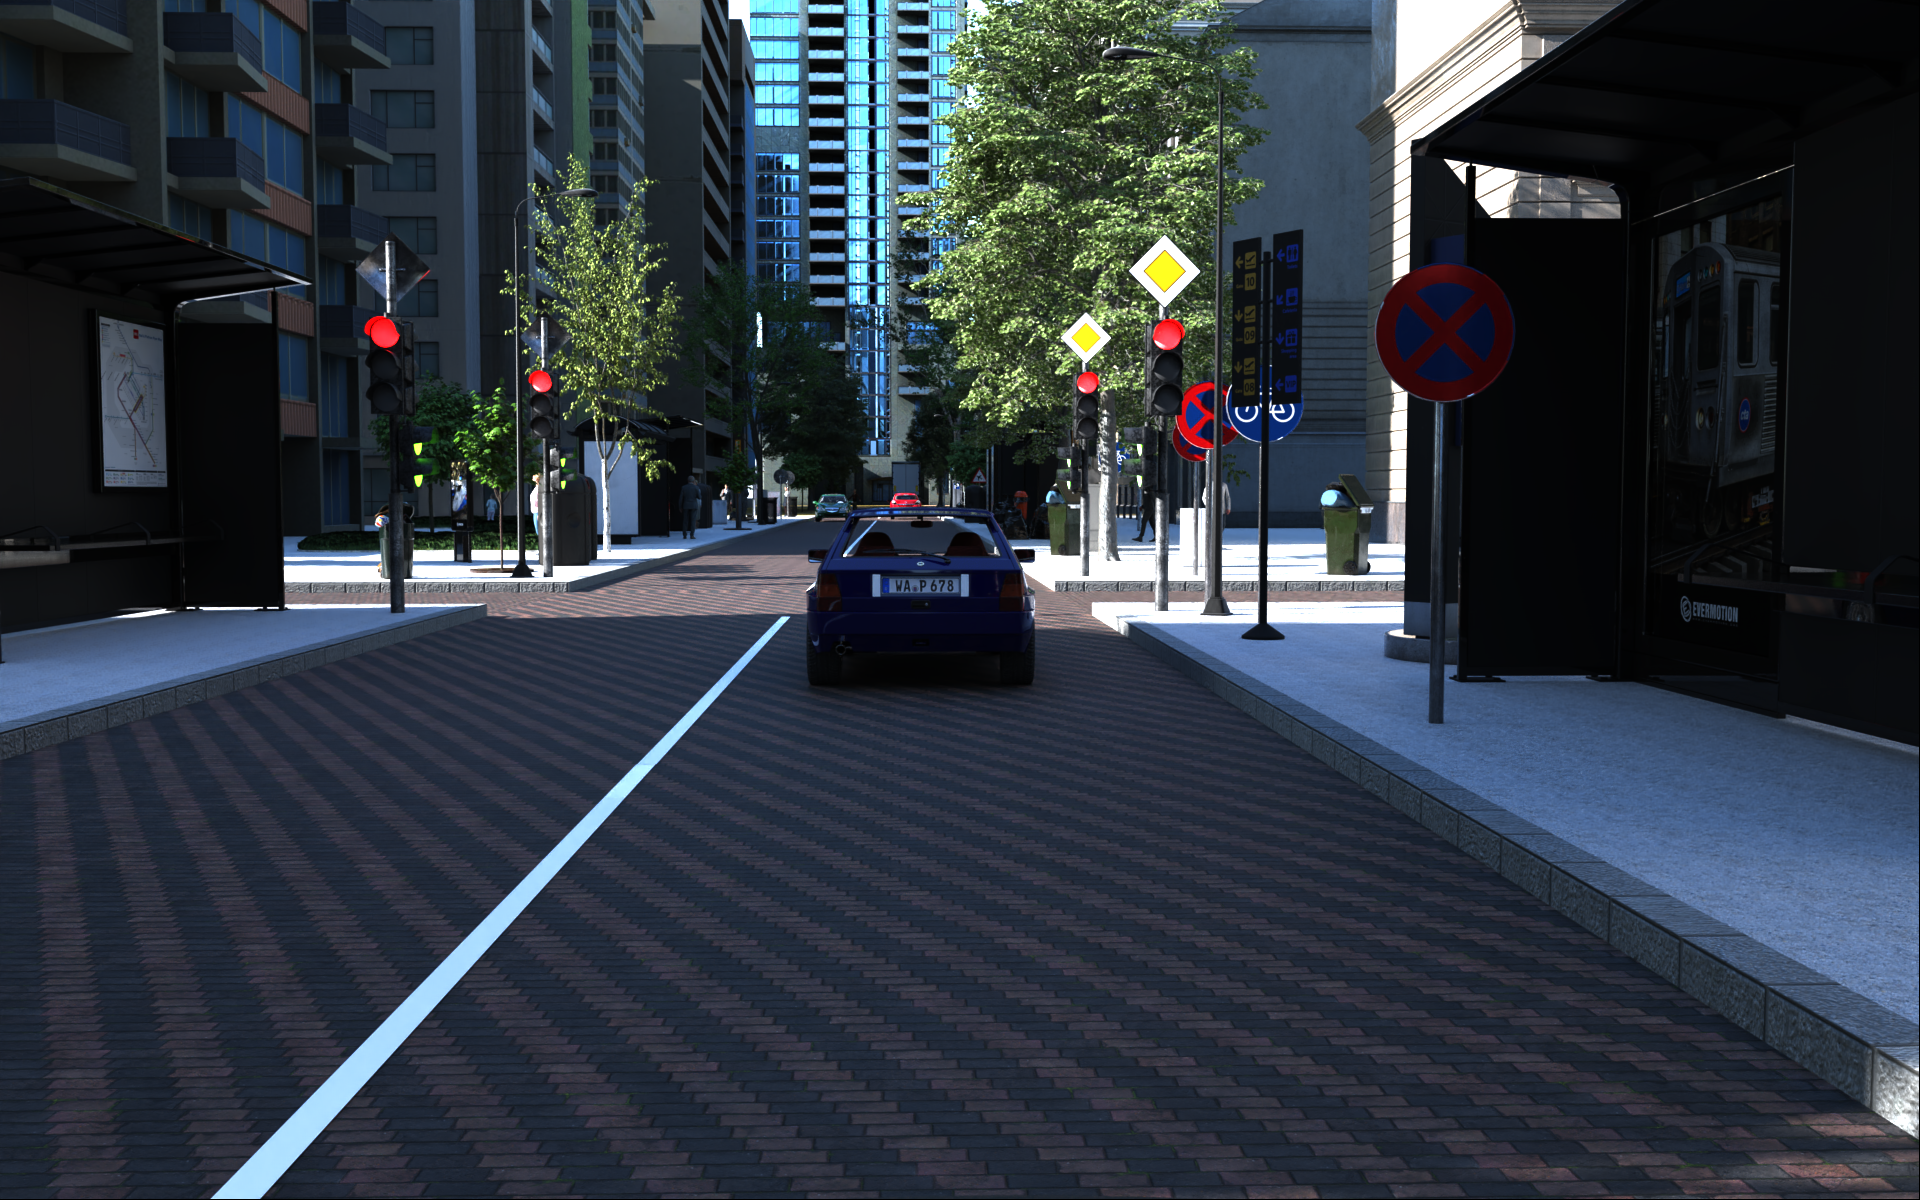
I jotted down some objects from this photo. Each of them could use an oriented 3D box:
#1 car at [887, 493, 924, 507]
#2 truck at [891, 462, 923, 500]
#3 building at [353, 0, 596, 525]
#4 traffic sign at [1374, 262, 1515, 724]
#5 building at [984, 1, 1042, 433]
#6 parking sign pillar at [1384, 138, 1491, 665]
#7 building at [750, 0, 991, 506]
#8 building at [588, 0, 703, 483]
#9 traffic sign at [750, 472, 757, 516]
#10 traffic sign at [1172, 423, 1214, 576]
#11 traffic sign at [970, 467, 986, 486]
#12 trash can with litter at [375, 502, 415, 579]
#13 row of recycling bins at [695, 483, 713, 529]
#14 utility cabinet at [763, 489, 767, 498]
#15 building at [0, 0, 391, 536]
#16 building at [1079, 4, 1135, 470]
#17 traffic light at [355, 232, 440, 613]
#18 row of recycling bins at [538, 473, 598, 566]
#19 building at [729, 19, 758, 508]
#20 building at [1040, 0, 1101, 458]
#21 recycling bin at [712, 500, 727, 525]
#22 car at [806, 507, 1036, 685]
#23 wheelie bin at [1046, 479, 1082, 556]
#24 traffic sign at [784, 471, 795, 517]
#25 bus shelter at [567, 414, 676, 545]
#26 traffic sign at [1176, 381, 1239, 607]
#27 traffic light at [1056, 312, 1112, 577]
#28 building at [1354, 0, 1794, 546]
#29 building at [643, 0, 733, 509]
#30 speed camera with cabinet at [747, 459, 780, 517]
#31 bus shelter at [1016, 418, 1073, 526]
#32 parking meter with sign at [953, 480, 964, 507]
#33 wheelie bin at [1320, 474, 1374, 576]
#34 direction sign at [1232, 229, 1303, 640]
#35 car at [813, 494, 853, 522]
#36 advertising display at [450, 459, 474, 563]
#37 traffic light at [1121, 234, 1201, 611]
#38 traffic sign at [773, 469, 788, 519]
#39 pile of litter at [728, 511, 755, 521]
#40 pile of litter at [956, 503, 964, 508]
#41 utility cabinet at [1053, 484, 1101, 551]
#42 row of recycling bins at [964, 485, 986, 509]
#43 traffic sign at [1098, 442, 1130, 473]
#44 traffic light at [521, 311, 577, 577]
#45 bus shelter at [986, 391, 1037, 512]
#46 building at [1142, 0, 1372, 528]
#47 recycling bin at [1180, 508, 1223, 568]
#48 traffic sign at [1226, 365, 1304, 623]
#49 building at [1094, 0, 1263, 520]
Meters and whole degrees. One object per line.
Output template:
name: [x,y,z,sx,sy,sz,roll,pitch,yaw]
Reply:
car: [-3.113,-5.530,99.461,2.155,1.783,4.494,0,4,-2]
truck: [-4.760,-10.133,154.589,2.839,4.237,11.283,0,4,-1]
building: [-24.496,-24.024,76.387,14.154,41.232,14.086,0,4,-2]
traffic sign: [2.669,-0.582,9.629,0.768,2.556,0.104,0,4,2]
building: [17.319,-40.478,203.821,28.212,58.520,21.231,0,4,-2]
parking sign pillar: [4.077,-1.530,13.494,1.447,3.967,1.447,-2,4,-35]
building: [-12.282,-54.414,202.342,31.000,86.520,22.319,0,4,-2]
building: [-33.661,-25.723,112.448,32.217,40.220,23.993,0,4,-2]
traffic sign: [-10.380,-5.312,86.852,0.884,2.594,0.081,0,4,4]
traffic sign: [3.699,-1.652,27.118,0.768,2.556,0.104,0,4,7]
traffic sign: [0.942,-5.097,83.344,0.884,2.594,0.081,0,4,7]
trash can with litter: [-8.684,-0.917,26.382,0.624,1.170,1.055,-2,4,-31]
row of recycling bins: [-9.948,-3.600,65.971,1.069,1.692,3.534,0,4,-6]
utility cabinet: [-9.124,-4.363,80.009,0.318,1.500,1.173,-1,4,-16]
building: [-28.818,-23.980,46.695,22.147,44.769,28.867,0,4,-2]
building: [18.442,-41.310,113.665,20.563,71.187,20.611,0,4,-2]
traffic light: [-6.061,-1.816,18.606,0.839,4.253,0.868,0,4,-2]
row of recycling bins: [-7.358,-1.548,32.424,1.069,1.692,3.534,-1,4,-9]
building: [-26.676,-31.292,161.742,14.200,45.320,14.600,0,4,-2]
building: [17.805,-31.297,135.412,21.300,48.544,21.600,0,4,-2]
recycling bin: [-10.362,-3.719,73.354,0.722,1.027,0.722,3,5,40]
car: [-0.318,-0.109,14.365,1.945,1.354,3.894,0,4,-1]
wheelie bin: [2.209,-1.731,36.209,0.980,1.594,0.693,-3,5,-40]
traffic sign: [-9.435,-5.802,94.968,0.768,2.556,0.104,0,4,1]
bus shelter: [-8.982,-3.213,46.457,2.014,3.302,5.546,0,4,-2]
traffic sign: [2.815,-1.191,19.572,0.768,2.556,0.104,0,4,7]
traffic light: [1.924,-2.322,26.881,0.839,4.253,0.868,0,4,-2]
building: [23.178,-14.887,40.665,25.104,27.353,12.463,0,4,-2]
building: [-29.617,-31.282,135.154,21.300,48.544,21.600,0,4,-2]
speed camera with cabinet: [-11.111,-6.335,97.909,0.660,3.252,2.038,3,5,42]
bus shelter: [2.740,-3.923,55.430,1.731,3.624,6.357,0,4,-2]
parking meter with sign: [-0.115,-5.942,93.408,0.543,3.016,1.738,0,4,7]
wheelie bin: [6.130,-1.198,27.502,0.693,1.594,0.980,2,4,33]
direction sign: [2.691,-1.424,15.272,0.379,3.537,0.876,-2,4,-32]
car: [-6.704,-4.885,91.673,2.131,1.459,4.920,0,4,-3]
advertising display: [-9.367,-1.674,32.577,0.123,1.923,0.974,-2,4,-34]
traffic light: [2.195,-1.834,18.900,0.839,4.253,0.868,0,4,-2]
traffic sign: [-9.098,-5.375,87.988,0.768,2.556,0.104,0,4,4]
pile of litter: [-10.518,-4.296,84.210,1.719,0.858,1.176,-1,4,-23]
pile of litter: [0.253,-4.713,91.027,1.176,0.858,1.719,0,4,1]
utility cabinet: [2.665,-1.813,38.315,1.173,1.500,0.318,-1,4,-11]
row of recycling bins: [1.607,-4.353,78.292,1.069,1.692,3.534,3,5,44]
traffic sign: [3.730,-2.563,42.015,0.768,2.556,0.104,0,4,2]
traffic light: [-6.332,-2.304,26.587,0.839,4.253,0.868,0,4,-2]
bus shelter: [1.894,-5.253,63.520,2.179,5.291,8.768,0,4,-2]
building: [13.703,-13.717,73.417,9.793,20.994,18.267,0,4,-2]
recycling bin: [4.248,-1.099,30.523,0.722,1.027,0.722,0,4,6]
traffic sign: [3.005,-1.044,17.171,0.768,2.556,0.104,0,4,1]
building: [14.715,-18.745,92.382,13.634,28.700,20.117,0,4,-2]
